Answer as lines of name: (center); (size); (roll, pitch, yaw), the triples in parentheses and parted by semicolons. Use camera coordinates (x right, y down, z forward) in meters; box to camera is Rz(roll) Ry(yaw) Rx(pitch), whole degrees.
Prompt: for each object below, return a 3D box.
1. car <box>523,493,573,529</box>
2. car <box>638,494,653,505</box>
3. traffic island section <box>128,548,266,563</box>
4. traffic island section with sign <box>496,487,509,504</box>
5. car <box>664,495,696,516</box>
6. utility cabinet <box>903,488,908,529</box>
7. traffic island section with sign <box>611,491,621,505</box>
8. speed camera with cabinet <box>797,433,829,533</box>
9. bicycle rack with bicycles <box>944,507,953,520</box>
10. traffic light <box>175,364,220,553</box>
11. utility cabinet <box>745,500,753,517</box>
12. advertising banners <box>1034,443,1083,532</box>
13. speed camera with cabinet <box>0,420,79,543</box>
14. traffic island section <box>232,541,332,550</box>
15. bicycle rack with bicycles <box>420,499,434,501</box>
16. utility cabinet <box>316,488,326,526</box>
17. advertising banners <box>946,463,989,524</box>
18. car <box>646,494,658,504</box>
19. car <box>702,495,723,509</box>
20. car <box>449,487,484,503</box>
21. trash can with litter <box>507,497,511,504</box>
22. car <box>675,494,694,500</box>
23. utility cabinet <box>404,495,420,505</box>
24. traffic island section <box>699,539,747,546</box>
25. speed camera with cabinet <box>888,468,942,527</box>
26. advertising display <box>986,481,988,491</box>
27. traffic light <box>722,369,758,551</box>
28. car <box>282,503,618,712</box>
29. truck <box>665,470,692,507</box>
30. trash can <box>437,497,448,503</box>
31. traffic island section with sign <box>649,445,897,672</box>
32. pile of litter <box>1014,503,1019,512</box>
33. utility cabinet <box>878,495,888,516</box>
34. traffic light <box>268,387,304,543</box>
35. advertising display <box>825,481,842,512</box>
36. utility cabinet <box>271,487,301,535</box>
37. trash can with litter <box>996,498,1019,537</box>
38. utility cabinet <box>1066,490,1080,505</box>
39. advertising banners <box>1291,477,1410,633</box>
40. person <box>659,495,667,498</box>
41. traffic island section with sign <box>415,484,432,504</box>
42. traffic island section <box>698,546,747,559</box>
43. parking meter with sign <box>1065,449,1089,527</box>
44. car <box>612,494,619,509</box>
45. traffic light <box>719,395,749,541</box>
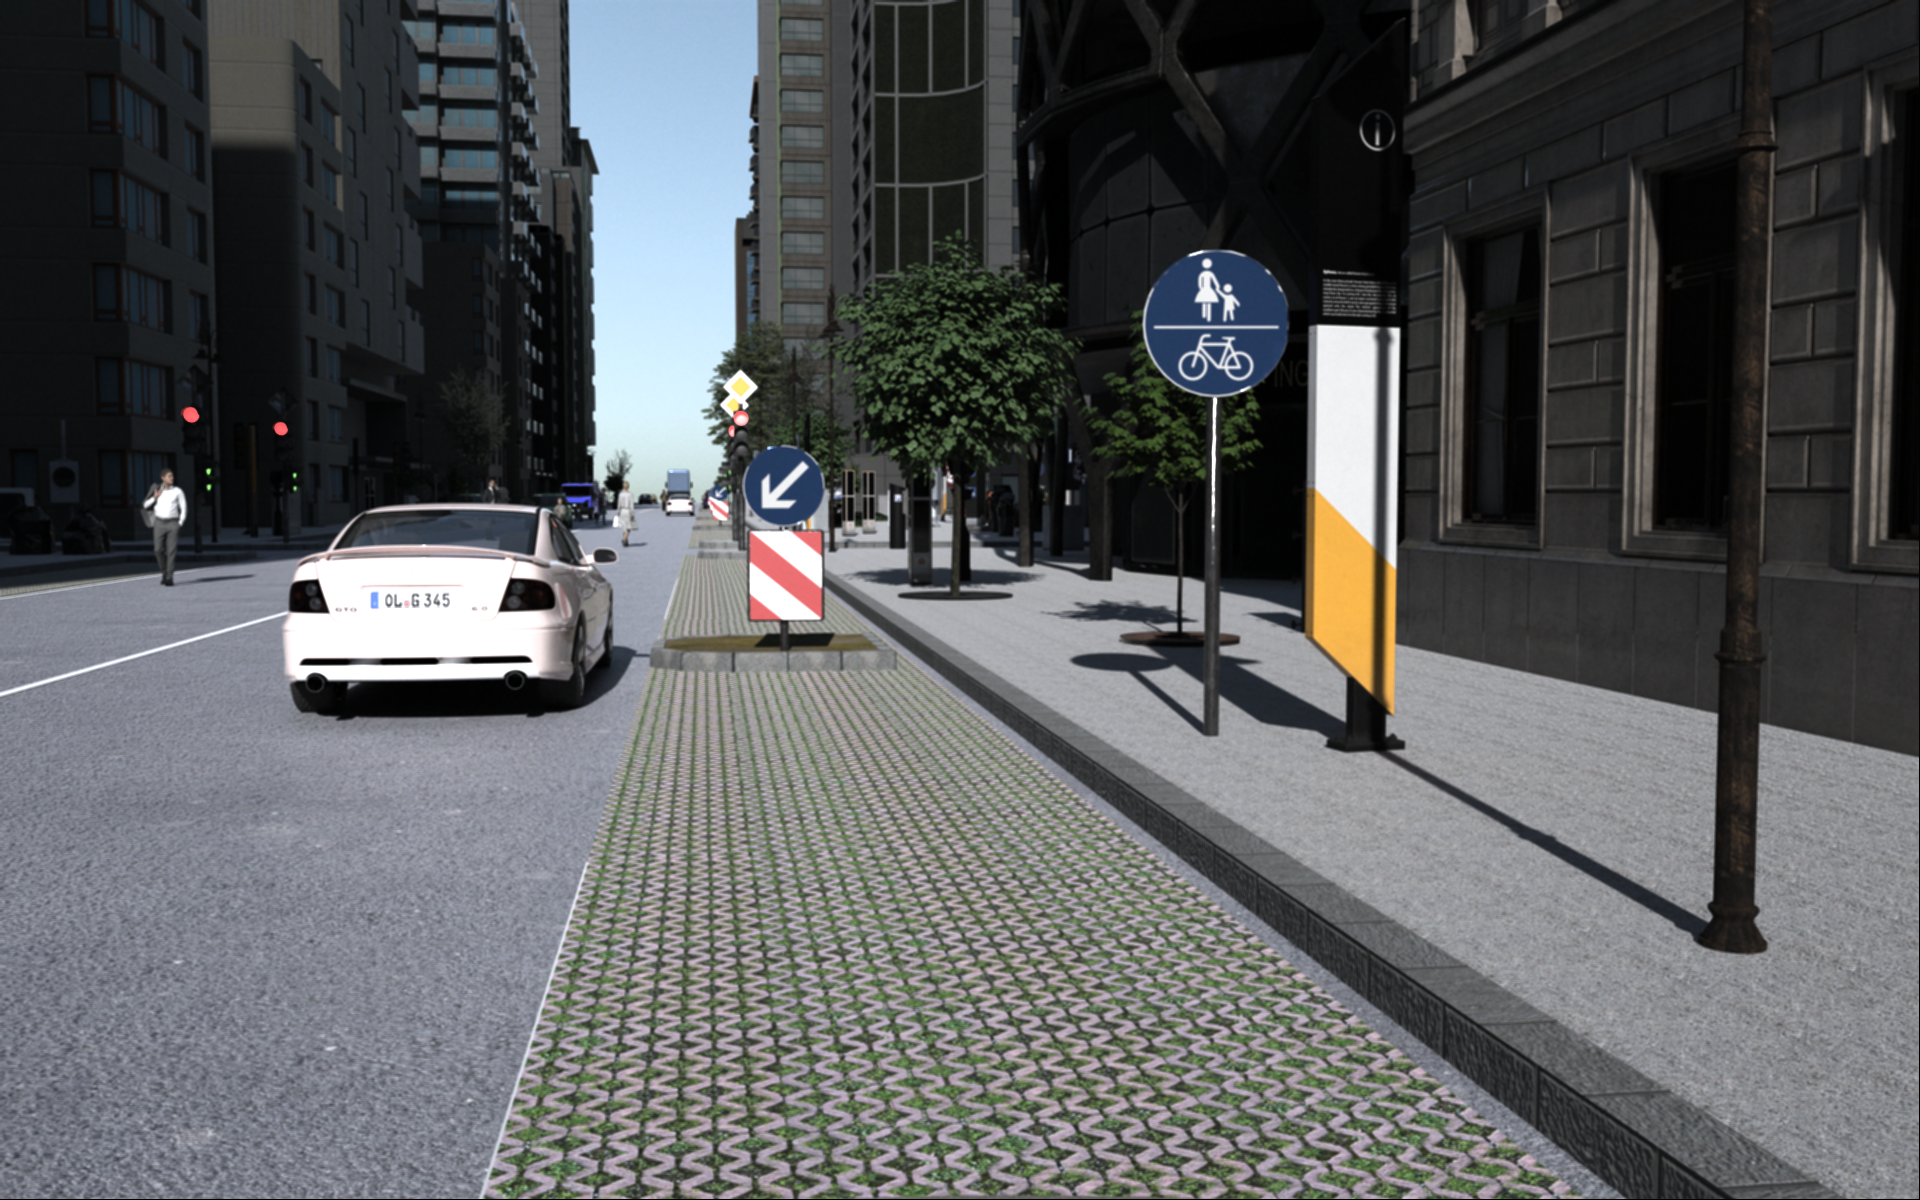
car: (-16.955, -3.830, 71.417); (1.959, 1.807, 4.718); (-1, 4, -10)
car: (-43.428, -14.021, 239.035); (2.009, 1.686, 4.222); (0, 4, -7)
traffic island section: (-16.543, -0.936, 37.586); (2.009, 0.180, 2.903); (-1, 4, -8)
traffic island section with sign: (-25.021, -5.271, 94.809); (1.989, 1.847, 2.006); (-1, 4, -8)
car: (-18.560, -6.265, 114.787); (2.083, 1.381, 4.827); (-1, 4, -9)
utility cabinet: (-1.802, -3.294, 62.536); (0.318, 1.500, 1.173); (-1, 4, -15)
traffic island section with sign: (-44.263, -13.228, 224.902); (1.989, 1.847, 2.006); (-1, 4, -8)
speed camera with cabinet: (-5.076, -3.826, 56.895); (0.660, 3.252, 2.038); (2, 4, 27)
bicycle rack with bicycles: (0.654, -4.503, 87.009); (2.925, 0.926, 2.852); (-3, 4, -38)
traffic light: (-16.501, -2.969, 37.457); (0.839, 4.253, 0.868); (-1, 4, -8)
utility cabinet: (-11.954, -5.312, 98.014); (0.306, 1.237, 1.020); (0, 4, 2)
advertising banners: (3.296, -3.833, 58.854); (2.074, 3.025, 0.090); (-1, 4, -15)
speed camera with cabinet: (-24.414, -3.143, 45.723); (2.038, 3.252, 0.660); (-2, 4, -25)
traffic island section: (-17.711, -1.419, 45.485); (2.009, 0.180, 2.903); (-1, 4, -8)
bicycle rack with bicycles: (-36.244, -6.380, 117.702); (2.852, 0.926, 2.925); (-1, 4, -23)
utility cabinet: (-25.076, -3.629, 68.008); (0.318, 1.500, 1.173); (-1, 4, -22)
advertising banners: (0.326, -4.837, 75.270); (2.074, 3.025, 0.090); (0, 4, 4)
car: (-47.070, -15.532, 264.174); (2.015, 1.641, 3.980); (0, 4, -7)
car: (-22.501, -8.860, 157.439); (1.945, 1.354, 3.894); (0, 4, -8)
car: (-22.600, -4.375, 80.329); (1.959, 1.807, 4.718); (0, 4, -8)
trash can with litter: (-31.032, -6.610, 119.462); (1.055, 1.170, 0.624); (0, 4, 8)
car: (-24.515, -8.605, 152.487); (2.131, 1.459, 4.920); (0, 4, -7)
utility cabinet: (-27.403, -4.615, 86.621); (0.306, 1.237, 1.020); (1, 4, 13)
traffic island section: (-6.095, -1.524, 47.192); (2.009, 0.180, 2.903); (-1, 4, -8)
speed camera with cabinet: (-1.739, -4.416, 66.545); (2.038, 3.252, 0.660); (1, 4, 20)
advertising display: (1.232, -4.769, 83.184); (0.123, 1.923, 0.974); (0, 4, 8)
traffic light: (-4.968, -3.074, 39.173); (0.839, 4.253, 0.868); (-1, 4, -8)
car: (-3.628, -0.030, 12.845); (2.083, 1.381, 4.827); (0, 4, -7)
truck: (-29.968, -11.888, 184.132); (2.967, 4.110, 18.799); (-1, 4, -9)
trash can: (-29.220, -5.259, 97.642); (0.748, 1.137, 0.748); (0, 3, 0)
traffic island section with sign: (-1.640, -0.378, 14.805); (1.989, 1.847, 2.006); (-1, 4, -8)
pile of litter: (2.803, -5.073, 96.909); (1.719, 0.858, 1.176); (-1, 4, -14)
utility cabinet: (-4.005, -5.117, 94.817); (1.020, 1.237, 0.306); (3, 5, 42)
traffic light: (-17.670, -3.452, 45.357); (0.839, 4.253, 0.868); (-1, 4, -8)
advertising display: (-6.139, -4.827, 84.136); (0.974, 1.923, 0.123); (1, 4, 14)
utility cabinet: (-20.924, -2.761, 53.825); (0.318, 1.500, 1.173); (1, 4, 9)
trash can with litter: (1.630, -2.512, 52.459); (1.055, 1.170, 0.624); (0, 4, -4)
utility cabinet: (6.537, -5.402, 97.001); (1.173, 1.500, 0.318); (1, 4, 13)
advertising banners: (4.077, -1.220, 16.135); (2.074, 3.025, 0.090); (-1, 4, -14)
person: (-41.438, -14.285, 242.189); (1.348, 1.807, 0.705); (2, 4, 26)
traffic island section with sign: (-21.054, -3.629, 67.956); (1.989, 1.847, 2.006); (-1, 4, -8)
traffic island section: (-4.926, -1.040, 39.293); (2.009, 0.180, 2.903); (-1, 4, -8)
parking meter with sign: (5.012, -4.315, 66.812); (1.738, 3.016, 0.543); (-2, 4, -35)
car: (-31.921, -9.428, 163.929); (2.009, 1.686, 4.222); (0, 4, -7)
traffic light: (-6.136, -3.557, 47.072); (0.839, 4.253, 0.868); (-1, 4, -8)
